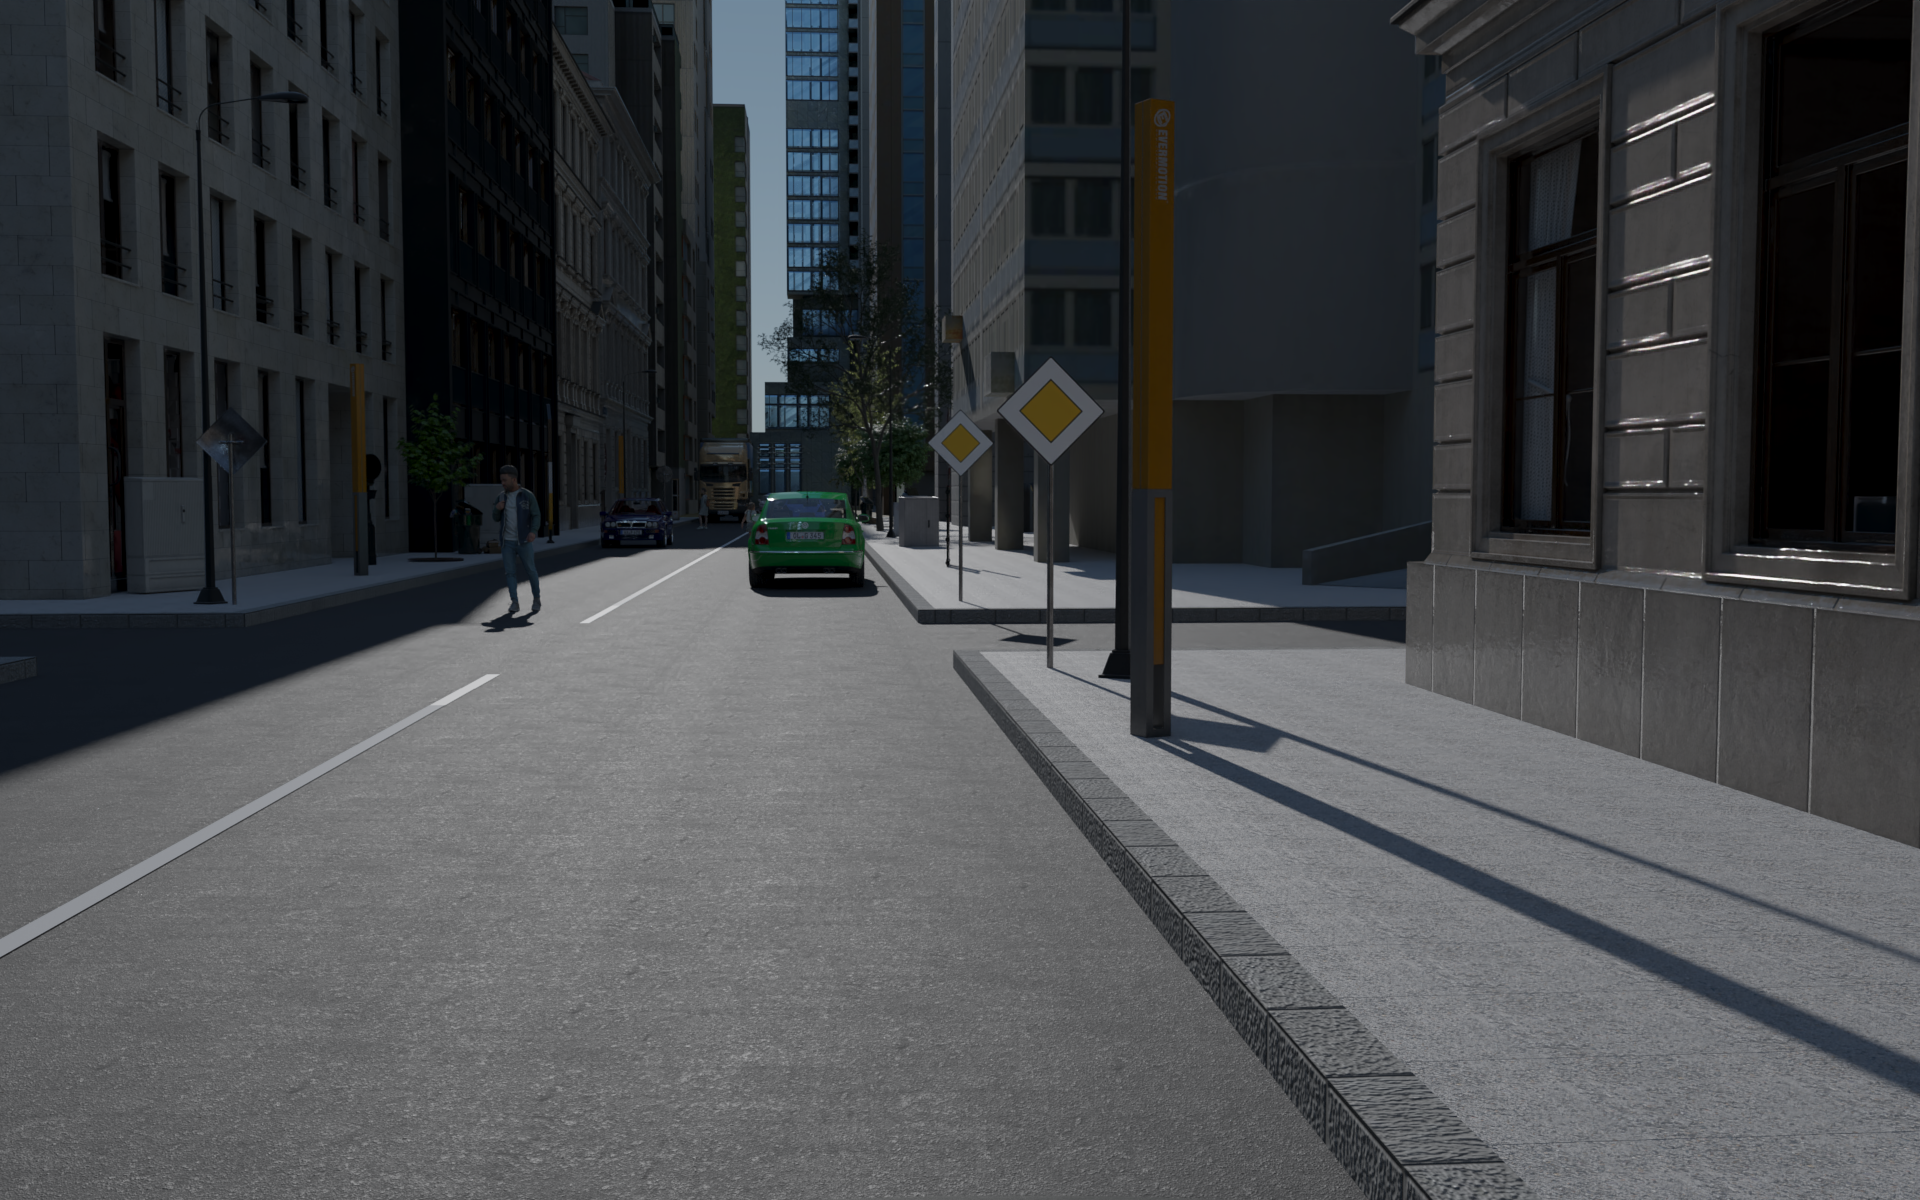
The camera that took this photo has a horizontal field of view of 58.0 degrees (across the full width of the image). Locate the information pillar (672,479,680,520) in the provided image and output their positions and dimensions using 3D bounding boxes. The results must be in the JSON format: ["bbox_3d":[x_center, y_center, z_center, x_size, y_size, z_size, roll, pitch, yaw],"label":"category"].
[{"bbox_3d":[-13.857,-4.890,84.447,0.304,2.012,0.304,0,4,5],"label":"information pillar"}]

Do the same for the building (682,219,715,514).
[{"bbox_3d":[-32.126,-16.951,122.190,27.650,21.520,28.899,0,4,-5],"label":"building"}]

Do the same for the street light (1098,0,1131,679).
[{"bbox_3d":[0.602,-2.409,11.935,1.470,5.913,1.316,0,4,-5],"label":"street light"}]

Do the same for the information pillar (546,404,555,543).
[{"bbox_3d":[-10.670,-3.284,45.040,0.183,3.616,0.504,-1,4,-17],"label":"information pillar"}]

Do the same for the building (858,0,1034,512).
[{"bbox_3d":[1.322,-37.569,156.256,21.231,58.520,28.212,0,4,-5],"label":"building"}]

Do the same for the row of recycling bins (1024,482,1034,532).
[{"bbox_3d":[2.828,-3.195,59.350,1.069,1.692,3.534,3,4,38],"label":"row of recycling bins"}]

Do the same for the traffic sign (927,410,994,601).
[{"bbox_3d":[0.006,-1.043,20.696,0.795,2.450,0.064,0,4,-5],"label":"traffic sign"}]

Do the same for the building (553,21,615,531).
[{"bbox_3d":[-18.764,-12.082,62.165,10.561,19.102,19.286,0,4,-5],"label":"building"}]

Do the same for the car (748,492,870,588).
[{"bbox_3d":[-2.429,-1.172,27.956,1.959,1.807,4.718,0,4,-3],"label":"car"}]

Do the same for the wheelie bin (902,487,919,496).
[{"bbox_3d":[-2.376,-4.581,82.807,0.980,1.594,0.693,-3,5,-39],"label":"wheelie bin"}]

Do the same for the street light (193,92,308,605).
[{"bbox_3d":[-8.224,-2.910,20.116,1.470,5.913,1.316,0,4,-5],"label":"street light"}]

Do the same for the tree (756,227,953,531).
[{"bbox_3d":[-2.783,-7.683,60.034,8.767,10.594,7.601,0,4,-7],"label":"tree"}]

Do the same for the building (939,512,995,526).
[{"bbox_3d":[9.273,-33.011,81.735,21.231,58.520,28.212,0,4,-5],"label":"building"}]

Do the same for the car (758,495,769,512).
[{"bbox_3d":[-15.280,-7.813,140.109,2.083,1.381,4.827,0,4,-5],"label":"car"}]

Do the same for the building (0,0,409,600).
[{"bbox_3d":[-16.499,-10.618,28.356,10.420,20.320,16.860,0,4,-5],"label":"building"}]

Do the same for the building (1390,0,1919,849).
[{"bbox_3d":[8.452,-8.433,2.512,10.561,19.102,19.286,0,4,-5],"label":"building"}]

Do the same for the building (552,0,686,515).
[{"bbox_3d":[-23.770,-20.145,101.068,14.160,30.474,14.107,0,4,-5],"label":"building"}]

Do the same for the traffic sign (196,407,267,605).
[{"bbox_3d":[-8.412,-1.002,20.025,0.795,2.450,0.064,0,4,-5],"label":"traffic sign"}]

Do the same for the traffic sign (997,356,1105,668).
[{"bbox_3d":[0.662,-0.556,12.738,0.795,2.450,0.064,0,4,-5],"label":"traffic sign"}]

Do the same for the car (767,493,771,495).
[{"bbox_3d":[-15.846,-8.427,147.374,1.945,1.707,3.694,0,4,-4],"label":"car"}]

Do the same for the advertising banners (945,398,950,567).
[{"bbox_3d":[-0.212,-2.144,31.240,0.090,3.025,2.074,0,4,0],"label":"advertising banners"}]

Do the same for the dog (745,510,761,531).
[{"bbox_3d":[-8.160,-3.088,67.320,0.800,0.831,0.513,1,4,9],"label":"dog"}]

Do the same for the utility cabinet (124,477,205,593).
[{"bbox_3d":[-10.334,-0.854,22.649,0.318,1.500,1.173,1,4,18],"label":"utility cabinet"}]

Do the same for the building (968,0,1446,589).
[{"bbox_3d":[12.142,-21.159,37.836,23.993,40.220,32.217,0,4,-5],"label":"building"}]

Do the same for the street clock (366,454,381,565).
[{"bbox_3d":[-10.671,-1.629,31.210,0.358,2.002,0.471,2,4,30],"label":"street clock"}]

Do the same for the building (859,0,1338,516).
[{"bbox_3d":[8.672,-26.794,129.967,32.217,40.220,23.993,0,4,-5],"label":"building"}]

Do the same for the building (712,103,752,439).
[{"bbox_3d":[-29.373,-30.639,184.548,14.086,41.232,14.154,0,4,-5],"label":"building"}]

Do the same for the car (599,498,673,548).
[{"bbox_3d":[-8.832,-2.134,47.467,1.945,1.354,3.894,0,4,-5],"label":"car"}]

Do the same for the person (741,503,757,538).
[{"bbox_3d":[-5.429,-1.905,44.654,0.505,1.210,0.382,1,4,17],"label":"person"}]

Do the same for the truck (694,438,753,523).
[{"bbox_3d":[-11.984,-6.122,89.011,2.839,4.237,11.283,0,4,-6],"label":"truck"}]

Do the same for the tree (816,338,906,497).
[{"bbox_3d":[-4.490,-7.928,79.987,4.360,8.622,3.978,0,3,0],"label":"tree"}]

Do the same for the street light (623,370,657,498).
[{"bbox_3d":[-12.024,-5.648,64.878,1.470,5.913,1.316,0,4,-5],"label":"street light"}]

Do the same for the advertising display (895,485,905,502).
[{"bbox_3d":[-3.247,-5.399,93.491,0.123,1.923,0.974,2,4,24],"label":"advertising display"}]

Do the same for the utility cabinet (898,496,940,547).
[{"bbox_3d":[-0.997,-1.911,42.404,1.020,1.237,0.306,-2,4,-35],"label":"utility cabinet"}]

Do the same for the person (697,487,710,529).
[{"bbox_3d":[-10.503,-3.763,71.033,0.522,1.701,0.512,0,4,4],"label":"person"}]

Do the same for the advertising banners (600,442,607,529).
[{"bbox_3d":[-12.264,-3.877,59.575,0.090,3.025,2.074,-1,4,-16],"label":"advertising banners"}]

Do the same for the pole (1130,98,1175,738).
[{"bbox_3d":[1.012,-0.933,9.105,0.158,3.312,0.155,0,3,0],"label":"pole"}]

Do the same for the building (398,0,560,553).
[{"bbox_3d":[-17.867,-13.140,44.522,12.332,23.373,15.834,0,4,-5],"label":"building"}]

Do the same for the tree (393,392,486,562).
[{"bbox_3d":[-9.899,-2.354,33.084,1.663,3.219,1.824,0,3,0],"label":"tree"}]

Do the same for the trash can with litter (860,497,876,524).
[{"bbox_3d":[-3.813,-3.834,74.073,0.624,1.170,1.055,-3,5,-39],"label":"trash can with litter"}]

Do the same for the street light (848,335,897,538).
[{"bbox_3d":[-2.572,-4.784,50.765,1.470,5.913,1.316,0,4,-5],"label":"street light"}]

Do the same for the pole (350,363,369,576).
[{"bbox_3d":[-9.425,-2.038,27.164,0.158,3.312,0.155,0,3,0],"label":"pole"}]

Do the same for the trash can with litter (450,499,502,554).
[{"bbox_3d":[-10.332,-1.574,37.128,1.055,1.170,0.624,-3,5,-40],"label":"trash can with litter"}]

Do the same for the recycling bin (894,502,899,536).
[{"bbox_3d":[-1.627,-2.467,52.887,0.722,1.027,0.722,0,4,6],"label":"recycling bin"}]

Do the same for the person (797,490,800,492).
[{"bbox_3d":[-10.754,-6.527,116.016,0.445,1.727,0.742,3,5,41],"label":"person"}]

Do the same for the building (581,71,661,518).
[{"bbox_3d":[-20.897,-15.044,82.132,11.583,22.565,21.152,0,4,-5],"label":"building"}]

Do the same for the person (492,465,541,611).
[{"bbox_3d":[-5.435,-0.757,21.224,0.623,1.781,0.721,0,4,-3],"label":"person"}]

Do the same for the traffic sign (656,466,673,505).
[{"bbox_3d":[-13.266,-4.747,77.715,0.768,2.556,0.104,0,4,-1],"label":"traffic sign"}]

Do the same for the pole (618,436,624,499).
[{"bbox_3d":[-11.868,-4.086,60.653,0.158,3.312,0.155,0,3,0],"label":"pole"}]

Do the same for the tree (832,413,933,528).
[{"bbox_3d":[-2.558,-5.081,66.782,4.285,4.588,4.351,0,3,0],"label":"tree"}]

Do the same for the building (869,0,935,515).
[{"bbox_3d":[1.365,-28.133,110.086,14.600,45.320,14.200,0,4,-5],"label":"building"}]

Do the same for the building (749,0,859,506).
[{"bbox_3d":[-7.301,-53.647,189.800,31.000,86.520,22.319,0,4,-5],"label":"building"}]

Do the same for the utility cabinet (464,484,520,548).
[{"bbox_3d":[-10.343,-1.814,38.331,1.173,1.500,0.318,0,4,7],"label":"utility cabinet"}]

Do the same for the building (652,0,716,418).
[{"bbox_3d":[-35.588,-34.487,153.098,27.495,52.752,28.713,0,4,-5],"label":"building"}]
